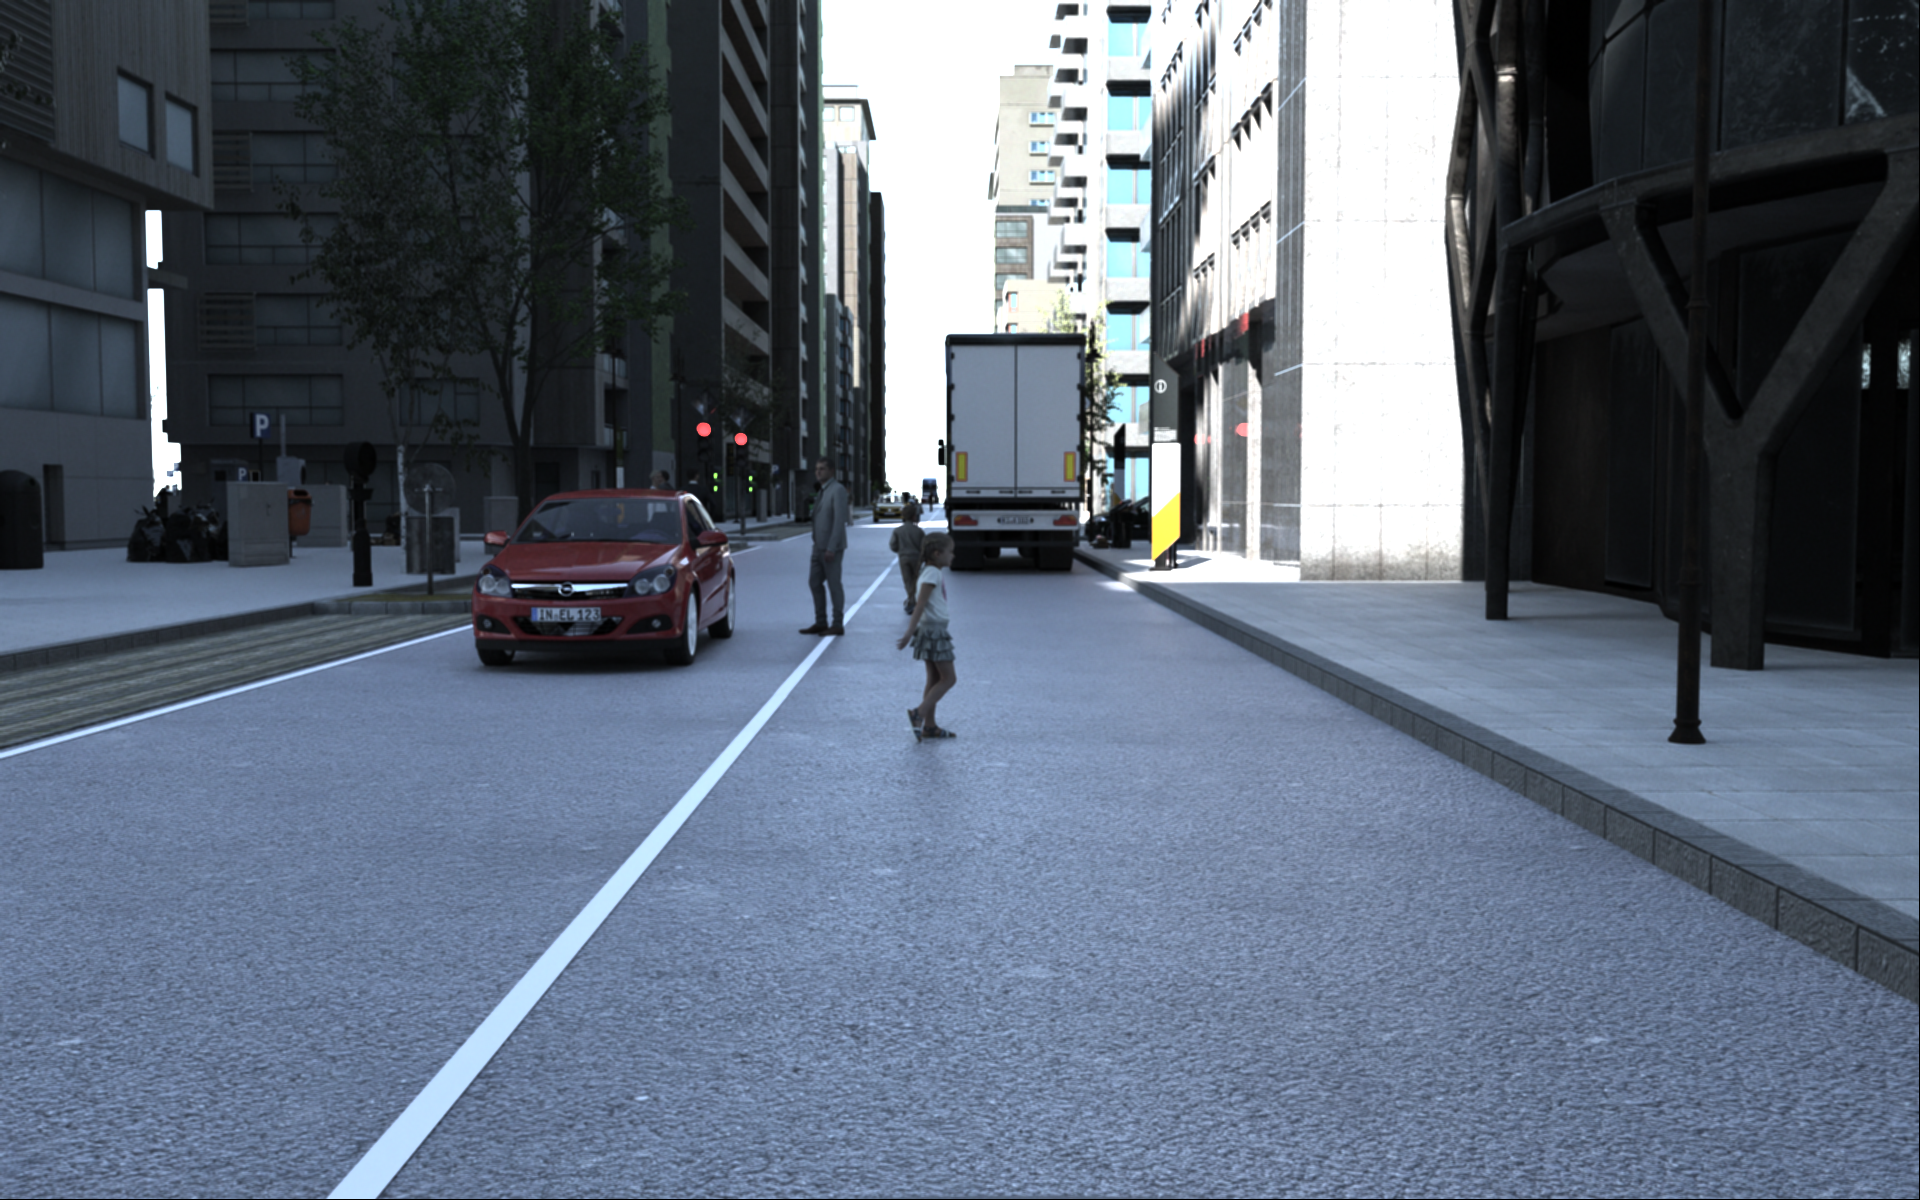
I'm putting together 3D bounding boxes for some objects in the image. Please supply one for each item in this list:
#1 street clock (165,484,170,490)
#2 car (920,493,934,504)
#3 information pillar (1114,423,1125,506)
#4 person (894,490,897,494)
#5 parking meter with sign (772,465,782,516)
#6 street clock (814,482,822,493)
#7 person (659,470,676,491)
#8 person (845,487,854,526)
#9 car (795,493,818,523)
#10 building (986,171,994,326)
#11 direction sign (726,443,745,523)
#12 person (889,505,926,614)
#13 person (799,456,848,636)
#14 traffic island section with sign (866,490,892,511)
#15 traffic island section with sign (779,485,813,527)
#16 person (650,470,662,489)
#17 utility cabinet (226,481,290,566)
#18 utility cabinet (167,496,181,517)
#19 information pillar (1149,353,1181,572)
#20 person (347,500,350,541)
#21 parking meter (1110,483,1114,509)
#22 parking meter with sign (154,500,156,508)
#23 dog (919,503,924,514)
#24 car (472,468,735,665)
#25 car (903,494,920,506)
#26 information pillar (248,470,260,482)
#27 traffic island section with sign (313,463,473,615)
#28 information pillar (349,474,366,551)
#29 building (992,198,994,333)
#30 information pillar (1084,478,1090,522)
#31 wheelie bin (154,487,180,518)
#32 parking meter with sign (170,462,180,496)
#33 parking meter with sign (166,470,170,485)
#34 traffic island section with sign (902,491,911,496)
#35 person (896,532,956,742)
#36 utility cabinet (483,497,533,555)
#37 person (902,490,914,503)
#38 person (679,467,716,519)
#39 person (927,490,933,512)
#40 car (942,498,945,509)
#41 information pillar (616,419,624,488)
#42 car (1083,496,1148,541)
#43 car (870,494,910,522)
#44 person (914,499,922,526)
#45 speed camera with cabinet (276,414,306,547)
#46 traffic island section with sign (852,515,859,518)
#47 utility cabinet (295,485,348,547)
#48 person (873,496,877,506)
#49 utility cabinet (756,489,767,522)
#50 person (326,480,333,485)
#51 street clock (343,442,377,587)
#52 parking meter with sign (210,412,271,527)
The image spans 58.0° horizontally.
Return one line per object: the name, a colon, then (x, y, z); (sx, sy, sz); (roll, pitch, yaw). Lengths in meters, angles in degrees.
street clock: (-58.055, -7.486, 126.965); (0.358, 2.002, 0.471); (0, 4, 6)
car: (-4.603, -14.315, 243.087); (2.155, 1.783, 4.494); (0, 4, 0)
information pillar: (5.283, -4.031, 57.265); (0.504, 3.616, 0.183); (-3, 5, -43)
person: (-3.966, -5.933, 106.506); (0.522, 1.701, 0.512); (-1, 4, -19)
parking meter with sign: (-10.795, -6.469, 102.030); (0.543, 3.016, 1.738); (-1, 4, -14)
street clock: (-8.674, -6.186, 105.705); (0.471, 2.002, 0.358); (-2, 4, -30)
person: (-5.299, -1.359, 30.518); (0.447, 1.846, 0.655); (1, 4, 20)
person: (-5.031, -4.214, 77.952); (0.362, 1.759, 0.519); (-3, 5, -44)
car: (-6.600, -4.367, 80.194); (1.959, 1.807, 4.718); (0, 4, 1)
building: (18.781, -41.879, 273.961); (28.713, 52.752, 27.495); (0, 4, 0)
direction sign: (-9.877, -5.167, 76.484); (0.876, 3.537, 0.379); (-1, 4, -21)
person: (-0.619, -0.488, 20.747); (0.475, 1.303, 0.640); (-1, 4, -21)
person: (-1.334, -0.548, 17.565); (0.391, 1.810, 0.635); (-2, 4, -32)
traffic island section with sign: (-7.213, -8.749, 151.673); (1.989, 1.847, 2.006); (0, 4, 0)
traffic island section with sign: (-6.894, -4.131, 76.170); (1.989, 1.847, 2.006); (0, 4, 0)
person: (-5.180, -1.281, 29.320); (0.818, 1.842, 0.514); (-1, 4, -20)
utility cabinet: (-12.496, -1.358, 30.878); (0.318, 1.500, 1.173); (1, 4, 21)
utility cabinet: (-33.519, -3.876, 74.535); (1.020, 1.237, 0.306); (-1, 4, -10)
information pillar: (3.402, -2.281, 28.649); (0.504, 3.616, 0.183); (3, 4, 36)
person: (-17.476, -2.326, 49.127); (0.523, 1.515, 0.503); (-2, 4, -24)
parking meter: (7.087, -4.504, 79.357); (0.399, 1.863, 0.255); (-1, 4, -18)
parking meter with sign: (-53.532, -7.183, 113.695); (0.543, 3.016, 1.738); (1, 4, 19)
dog: (-2.656, -6.523, 123.479); (0.800, 0.831, 0.513); (-3, 5, -40)
car: (-3.145, -0.416, 15.845); (2.155, 1.783, 4.494); (0, 4, -1)
car: (-4.526, -8.895, 155.215); (2.009, 1.686, 4.222); (0, 4, 1)
information pillar: (-22.029, -3.031, 54.056); (0.304, 2.012, 0.304); (-3, 5, -45)
traffic island section with sign: (-6.658, -0.779, 21.363); (1.989, 1.847, 2.006); (0, 4, 0)
information pillar: (-13.502, -2.099, 38.815); (0.304, 2.012, 0.304); (-2, 4, -30)
building: (15.822, -38.211, 244.352); (23.786, 49.044, 30.456); (0, 4, 0)
information pillar: (5.944, -4.640, 80.358); (0.304, 2.012, 0.304); (-1, 4, -11)
wheelie bin: (-34.902, -4.166, 76.030); (0.693, 1.594, 0.980); (0, 4, -7)
parking meter with sign: (-41.713, -5.977, 93.985); (0.543, 3.016, 1.738); (2, 4, 33)
parking meter with sign: (-56.143, -7.793, 123.676); (0.543, 3.016, 1.738); (-3, 5, -39)
traffic island section with sign: (-7.691, -15.573, 263.250); (1.989, 1.847, 2.006); (0, 4, 0)
person: (-0.217, 0.205, 10.163); (0.382, 1.210, 0.505); (-1, 4, -11)
utility cabinet: (-9.663, -1.586, 37.095); (1.020, 1.237, 0.306); (-3, 5, -44)
person: (-4.338, -8.009, 140.271); (1.217, 1.723, 0.721); (0, 4, -6)
person: (-4.601, -1.378, 30.389); (0.648, 1.900, 0.474); (-1, 4, -14)
person: (-2.463, -8.145, 142.189); (0.721, 1.766, 1.217); (1, 4, 17)
car: (-0.689, -9.519, 165.423); (2.009, 1.686, 4.222); (0, 3, 0)
information pillar: (-10.496, -3.786, 53.257); (0.183, 3.616, 0.504); (1, 4, 15)
car: (5.681, -2.470, 50.172); (4.222, 1.686, 2.009); (0, 4, -1)
car: (-3.568, -4.798, 88.678); (2.015, 1.641, 3.980); (0, 4, -1)
person: (-1.719, -3.505, 70.491); (0.332, 1.250, 0.352); (1, 4, 12)
speed camera with cabinet: (-16.502, -2.940, 42.405); (0.660, 3.252, 2.038); (-1, 4, -10)
traffic island section with sign: (-7.008, -5.780, 103.125); (1.989, 1.847, 2.006); (0, 4, 0)
utility cabinet: (-15.393, -2.024, 41.766); (1.173, 1.500, 0.318); (1, 4, 10)
person: (-5.073, -5.610, 104.504); (0.425, 1.301, 0.394); (-2, 4, -33)
utility cabinet: (-9.006, -4.286, 78.752); (0.318, 1.500, 1.173); (-1, 4, -16)
person: (-18.723, -2.648, 51.659); (0.638, 1.841, 0.748); (-3, 4, -37)
street clock: (-8.301, -1.189, 24.016); (0.358, 2.002, 0.471); (1, 4, 13)
parking meter with sign: (-15.802, -2.523, 37.505); (1.738, 3.016, 0.543); (1, 4, 18)
